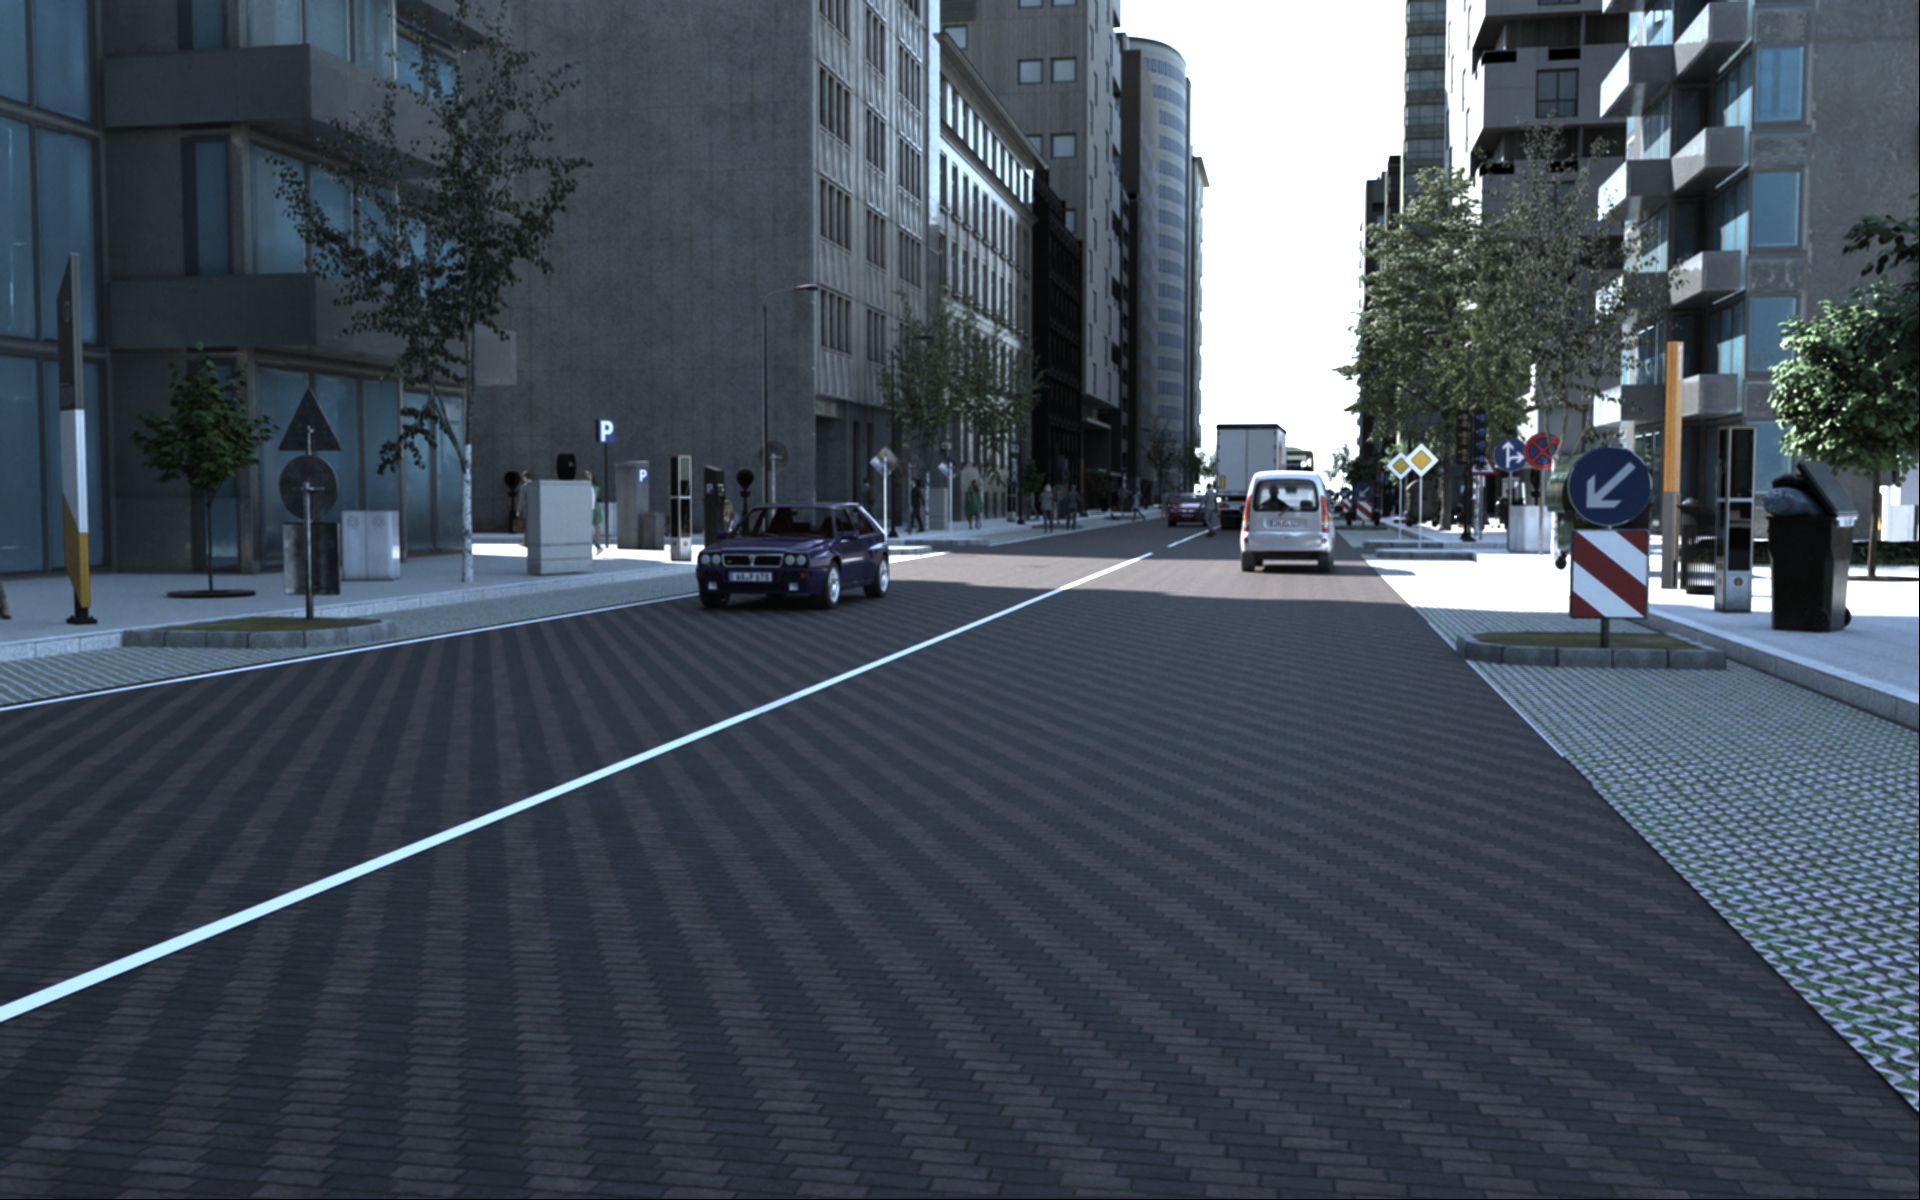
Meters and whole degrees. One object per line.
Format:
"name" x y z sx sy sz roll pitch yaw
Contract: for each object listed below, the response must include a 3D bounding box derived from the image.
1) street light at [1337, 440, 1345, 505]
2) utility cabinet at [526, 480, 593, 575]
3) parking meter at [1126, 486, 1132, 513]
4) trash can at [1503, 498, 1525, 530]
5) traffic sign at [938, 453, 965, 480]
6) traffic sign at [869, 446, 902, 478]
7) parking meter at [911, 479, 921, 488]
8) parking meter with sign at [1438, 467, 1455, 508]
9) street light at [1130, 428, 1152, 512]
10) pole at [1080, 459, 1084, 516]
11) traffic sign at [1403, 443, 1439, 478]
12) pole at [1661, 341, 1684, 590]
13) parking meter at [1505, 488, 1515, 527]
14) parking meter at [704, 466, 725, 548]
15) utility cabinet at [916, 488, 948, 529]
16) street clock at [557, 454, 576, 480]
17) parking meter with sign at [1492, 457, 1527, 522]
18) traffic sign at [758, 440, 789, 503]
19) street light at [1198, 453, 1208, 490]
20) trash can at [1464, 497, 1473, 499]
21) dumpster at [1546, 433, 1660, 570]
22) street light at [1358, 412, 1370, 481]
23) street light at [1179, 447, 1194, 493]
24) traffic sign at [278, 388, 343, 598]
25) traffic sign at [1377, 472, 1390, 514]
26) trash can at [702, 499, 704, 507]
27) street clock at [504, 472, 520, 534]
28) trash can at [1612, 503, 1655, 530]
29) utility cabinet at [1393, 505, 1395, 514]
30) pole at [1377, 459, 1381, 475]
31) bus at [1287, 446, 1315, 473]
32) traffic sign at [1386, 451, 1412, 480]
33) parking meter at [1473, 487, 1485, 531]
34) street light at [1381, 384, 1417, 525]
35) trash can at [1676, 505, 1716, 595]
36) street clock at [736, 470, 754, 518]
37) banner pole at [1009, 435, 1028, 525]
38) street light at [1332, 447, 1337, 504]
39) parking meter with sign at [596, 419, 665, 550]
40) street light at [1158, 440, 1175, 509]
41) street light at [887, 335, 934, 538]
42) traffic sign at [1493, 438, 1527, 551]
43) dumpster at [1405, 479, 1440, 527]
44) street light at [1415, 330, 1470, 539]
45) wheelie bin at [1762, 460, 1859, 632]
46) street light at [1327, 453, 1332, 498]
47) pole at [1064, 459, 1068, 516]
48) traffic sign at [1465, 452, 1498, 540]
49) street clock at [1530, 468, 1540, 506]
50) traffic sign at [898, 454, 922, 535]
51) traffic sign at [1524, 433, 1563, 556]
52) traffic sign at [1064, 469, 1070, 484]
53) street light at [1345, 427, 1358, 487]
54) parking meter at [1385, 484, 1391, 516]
"street light" 33.252 -10.741 148.152 1.470 5.913 1.316 1 4 11
"utility cabinet" -6.408 -1.164 27.708 0.318 1.500 1.173 2 4 31
"parking meter" 11.725 -7.016 120.430 0.255 1.863 0.399 -2 4 -33
"trash can" 18.999 -2.922 59.427 0.748 1.137 0.748 0 3 0
"traffic sign" -0.271 -2.892 49.476 0.795 2.593 0.064 1 4 11
"traffic sign" -1.806 -2.413 41.639 0.795 2.593 0.064 1 4 11
"parking meter" -1.711 -3.727 66.641 0.399 1.863 0.255 0 4 1
"parking meter with sign" 31.240 -7.041 111.382 0.543 3.016 1.738 -1 4 -18
"street light" 13.123 -9.324 124.989 1.470 5.913 1.316 1 4 11
"pole" 6.994 -6.463 99.514 0.158 3.312 0.155 0 3 0
"traffic sign" 10.453 -2.265 39.227 0.795 2.593 0.064 1 4 11
"pole" 9.571 -1.800 23.266 0.158 3.312 0.155 0 3 0
"parking meter" 21.148 -3.560 66.614 0.372 1.533 0.369 0 3 0
"parking meter" -5.092 -1.848 35.929 0.399 1.863 0.255 2 4 33
"utility cabinet" -0.996 -3.282 62.340 1.173 1.500 0.318 2 4 30
"street clock" -7.042 -1.618 31.033 0.358 2.002 0.471 0 4 3
"parking meter with sign" 25.105 -5.060 78.985 0.543 3.016 1.738 -2 4 -29
"traffic sign" -4.393 -2.490 40.811 0.768 2.556 0.104 1 4 13
"street light" 27.003 -13.696 196.466 1.470 5.913 1.316 1 4 11
"trash can" 22.937 -4.028 77.511 0.748 1.137 0.748 0 3 0
"dumpster" 10.533 -1.587 28.447 1.502 2.255 1.985 1 4 11
"street light" 23.104 -7.586 96.564 1.470 5.913 1.316 1 4 11
"street light" 22.383 -12.234 172.562 1.470 5.913 1.316 1 4 11
"traffic sign" -7.989 -1.301 21.279 0.884 2.594 0.081 1 4 14
"traffic sign" 23.811 -5.951 97.406 0.768 2.556 0.104 1 4 14
"trash can" -7.458 -2.494 52.429 0.748 1.137 0.748 0 3 0
"street clock" -14.462 -3.145 55.998 0.471 2.002 0.358 2 4 25
"trash can" 10.387 -0.935 26.935 0.748 1.137 0.748 0 3 0
"utility cabinet" 28.547 -6.255 113.426 0.306 1.237 1.020 1 4 19
"pole" 24.651 -6.610 101.919 0.158 3.312 0.155 0 3 0
"bus" 16.682 -5.940 88.660 2.896 3.916 12.252 1 4 10
"traffic sign" 11.987 -2.745 47.064 0.795 2.593 0.064 1 4 11
"parking meter" 18.268 -3.214 60.963 0.372 1.533 0.369 0 3 0
"street light" 18.520 -6.117 72.546 1.470 5.913 1.316 1 4 11
"trash can" 9.547 -0.643 22.160 0.748 1.137 0.748 0 3 0
"street clock" -6.387 -2.871 51.507 0.471 2.002 0.358 -1 4 -23
"banner pole" 2.449 -5.064 72.815 0.863 3.779 0.401 0 4 -3
"street light" 37.952 -12.192 171.882 1.470 5.913 1.316 1 4 11
"parking meter with sign" -7.586 -2.680 40.076 1.738 3.016 0.543 2 4 33
"street light" 17.725 -10.764 148.524 1.470 5.913 1.316 1 4 11
"street light" -1.445 -4.786 50.791 1.470 5.913 1.316 1 4 11
"traffic sign" 12.424 -2.386 39.120 0.768 2.556 0.104 1 4 14
"dumpster" 18.231 -3.821 68.234 1.264 1.857 1.865 1 4 11
"street light" 13.806 -4.678 49.033 1.470 5.913 1.316 1 4 11
"wheelie bin" 7.999 -0.516 16.343 0.693 1.594 0.980 3 5 44
"street light" 44.615 -14.296 206.278 1.470 5.913 1.316 1 4 11
"pole" 6.120 -6.513 100.331 0.158 3.312 0.155 0 3 0
"traffic sign" 14.466 -2.938 48.042 0.884 2.594 0.081 1 4 15
"street clock" 16.156 -2.690 48.549 0.358 2.002 0.471 0 4 -2
"traffic sign" -1.587 -3.327 54.510 0.768 2.556 0.104 1 4 18
"traffic sign" 12.101 -2.196 36.007 0.768 2.556 0.104 1 4 17
"traffic sign" 5.257 -5.409 88.546 0.768 2.556 0.104 1 4 17
"street light" 28.659 -9.301 124.615 1.470 5.913 1.316 1 4 11
"parking meter" 24.424 -5.716 99.171 0.399 1.863 0.255 0 4 -4
